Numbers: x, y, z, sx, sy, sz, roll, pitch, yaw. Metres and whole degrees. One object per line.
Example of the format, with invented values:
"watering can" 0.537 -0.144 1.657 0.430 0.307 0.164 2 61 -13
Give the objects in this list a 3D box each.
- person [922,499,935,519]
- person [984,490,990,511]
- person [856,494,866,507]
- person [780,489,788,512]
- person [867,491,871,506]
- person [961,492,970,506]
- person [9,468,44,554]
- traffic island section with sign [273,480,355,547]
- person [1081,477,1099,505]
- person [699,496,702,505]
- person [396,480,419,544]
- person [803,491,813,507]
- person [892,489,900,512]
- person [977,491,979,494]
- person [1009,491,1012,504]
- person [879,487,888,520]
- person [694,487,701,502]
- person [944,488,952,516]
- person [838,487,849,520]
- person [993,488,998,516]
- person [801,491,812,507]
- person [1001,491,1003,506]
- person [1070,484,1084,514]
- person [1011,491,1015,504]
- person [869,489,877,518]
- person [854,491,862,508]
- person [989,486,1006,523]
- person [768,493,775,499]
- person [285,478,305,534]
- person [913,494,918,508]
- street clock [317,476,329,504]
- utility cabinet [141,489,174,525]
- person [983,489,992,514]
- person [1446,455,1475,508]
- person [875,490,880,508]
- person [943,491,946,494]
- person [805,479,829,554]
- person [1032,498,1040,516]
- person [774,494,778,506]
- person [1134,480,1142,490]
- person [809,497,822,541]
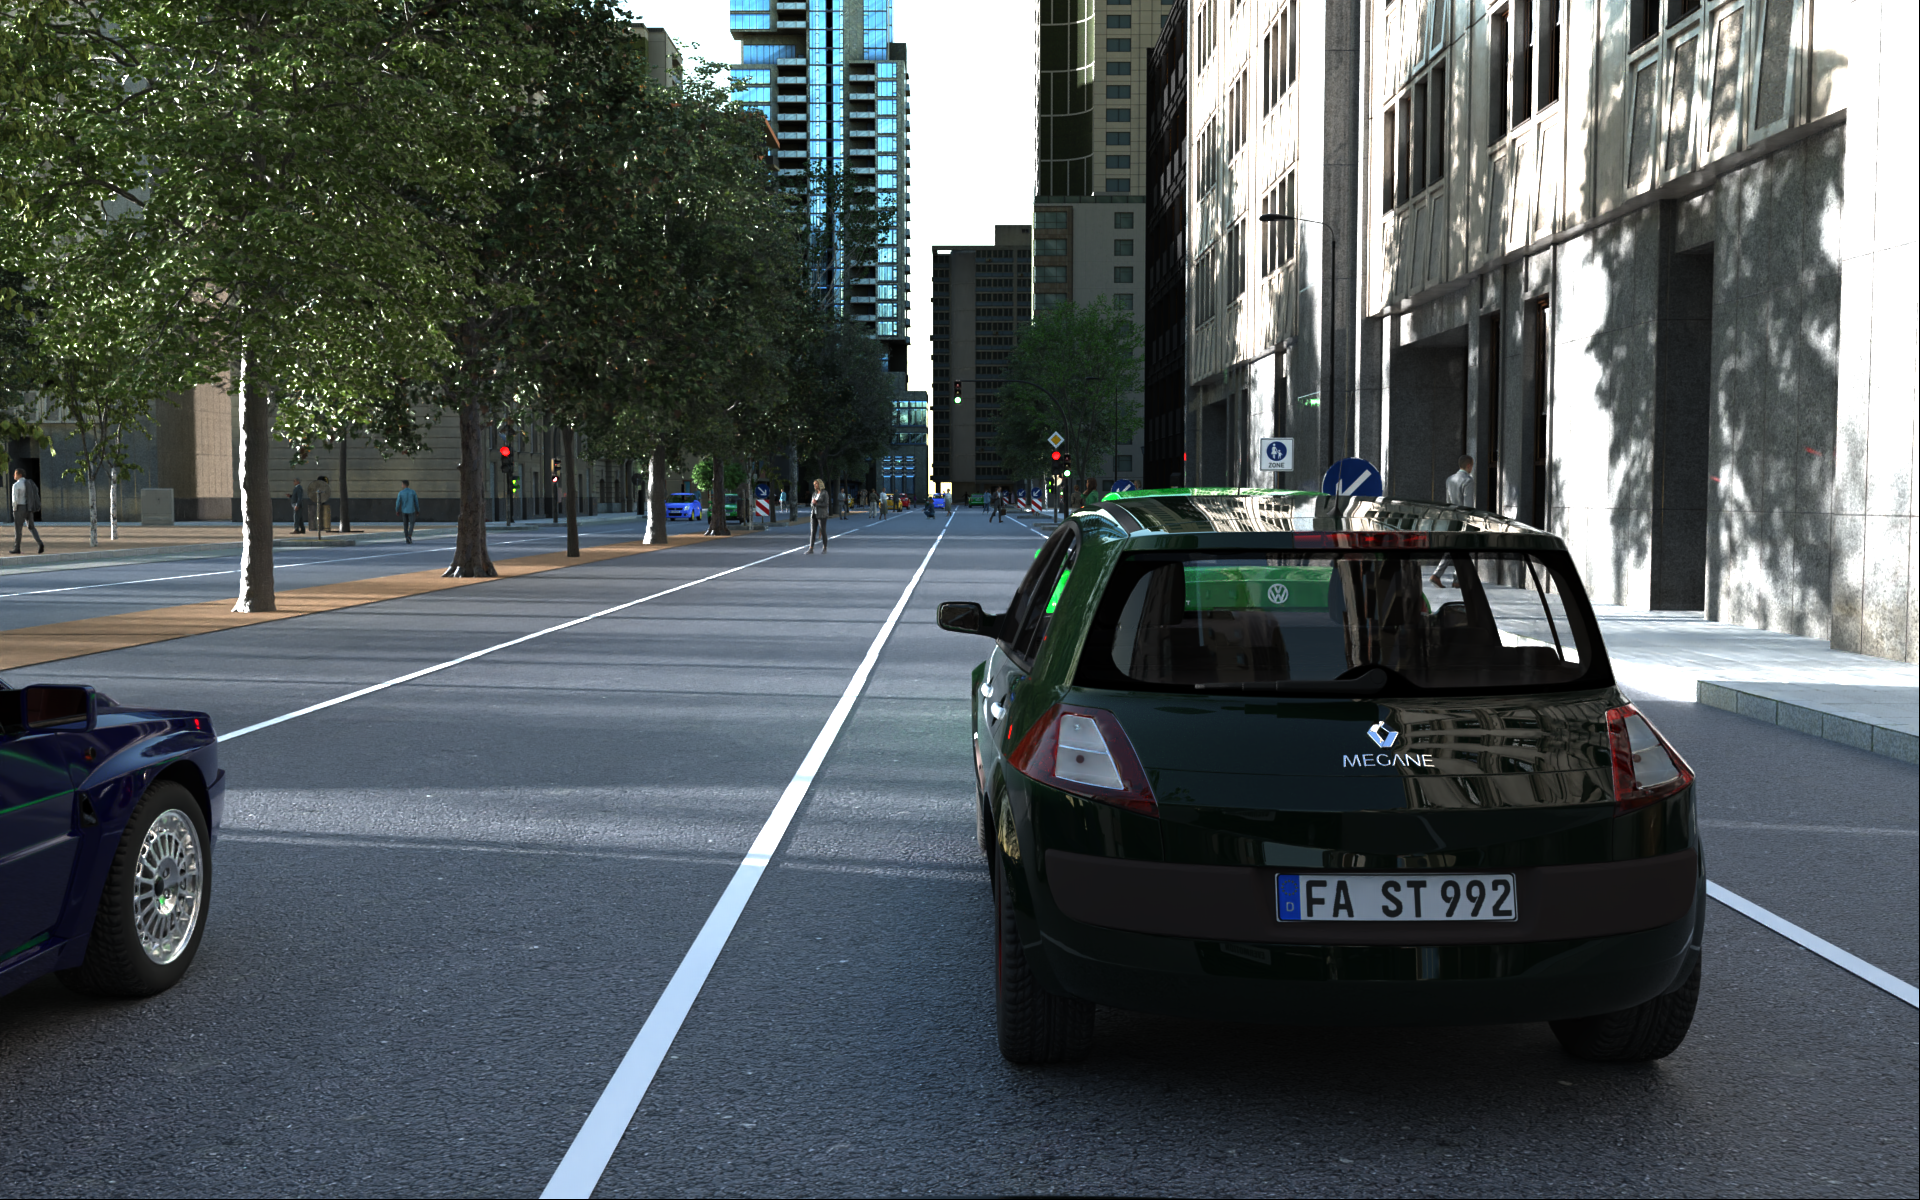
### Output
"person" -1.827 -5.223 99.399 0.738 1.151 1.012 2 4 33
"person" 2.331 -8.611 149.490 0.583 1.804 0.606 1 4 15
"person" -10.963 -11.299 193.313 1.350 1.814 0.705 2 4 30
"person" -13.943 -7.861 136.896 0.638 1.841 0.748 -3 5 -41
"person" -10.661 -11.954 203.958 0.705 1.822 1.348 -3 5 -40
"person" 0.699 -12.112 207.358 1.217 1.723 0.721 -2 4 -26
"person" -20.109 -1.906 37.308 0.850 1.850 0.679 1 4 16
"traffic island section with sign" -17.802 -2.386 47.647 1.989 1.847 2.006 0 4 0
"person" 2.858 -1.754 37.421 0.529 1.795 0.600 0 4 3
"person" -22.541 -8.475 149.625 0.505 1.210 0.382 3 4 37
"person" -16.054 -2.561 50.238 0.638 1.841 0.748 0 4 -1
"person" -17.089 -11.446 195.662 1.348 1.821 0.705 1 4 11
"person" -5.071 -7.812 136.405 0.661 1.801 0.590 -2 4 -35
"person" 2.151 -12.281 209.381 0.705 1.812 1.348 3 4 37
"person" 6.514 -13.132 221.545 0.742 1.727 0.445 3 5 40
"person" -4.254 -5.314 95.601 0.478 1.798 0.641 -2 4 -30
"person" -20.016 -7.711 132.144 0.660 1.820 0.620 1 4 15
"person" -0.741 -6.336 112.324 0.478 1.798 0.641 3 5 40
"person" -6.545 -5.418 97.279 0.583 1.804 0.606 2 4 35
"person" 2.439 -6.361 112.419 0.656 1.842 0.836 -2 4 -32
"person" -17.407 -11.523 197.001 1.348 1.812 0.705 1 4 14
"person" 4.728 -11.401 195.050 0.705 1.807 1.348 -1 4 -9
"person" 3.961 -3.058 59.053 0.519 1.759 0.362 -1 4 -20
"person" 6.786 -13.262 223.545 0.621 1.740 0.551 2 4 29
"person" -5.170 -5.762 103.253 0.519 1.759 0.362 0 4 2
"person" -10.878 -10.745 184.702 1.217 1.766 0.721 3 4 37
"person" 1.893 -4.809 87.086 0.622 1.834 0.822 -3 5 -40
"person" -20.066 -10.791 182.489 1.348 1.823 0.705 -1 4 -10
"person" -21.502 -3.046 56.020 0.590 1.801 0.661 -2 4 -26
"person" -4.580 -10.220 178.824 0.599 1.433 0.991 -2 4 -31
"street clock" -25.723 -4.000 69.969 0.358 2.002 0.471 1 4 15
"utility cabinet" -32.535 -3.764 70.212 1.173 1.500 0.318 -1 4 -9
"person" 1.883 -6.913 121.793 0.793 1.790 0.793 0 4 -2
"person" 6.828 -1.066 23.586 0.853 1.813 0.709 -2 4 -24
"person" -8.958 -10.750 184.206 1.348 1.831 0.705 -1 4 -16
"person" -1.610 -10.660 183.247 0.683 1.767 0.568 1 4 20
"person" -3.401 -2.015 41.637 0.537 1.800 0.526 3 5 44
"person" 4.845 -6.227 110.672 0.624 1.780 0.694 0 4 -4
"person" -20.222 -10.982 188.779 0.799 1.438 0.628 -1 4 -9
"person" 6.409 -3.413 62.030 0.728 1.800 0.709 0 4 -5
"person" -4.288 -2.625 52.416 0.512 1.701 0.522 -1 4 -16
